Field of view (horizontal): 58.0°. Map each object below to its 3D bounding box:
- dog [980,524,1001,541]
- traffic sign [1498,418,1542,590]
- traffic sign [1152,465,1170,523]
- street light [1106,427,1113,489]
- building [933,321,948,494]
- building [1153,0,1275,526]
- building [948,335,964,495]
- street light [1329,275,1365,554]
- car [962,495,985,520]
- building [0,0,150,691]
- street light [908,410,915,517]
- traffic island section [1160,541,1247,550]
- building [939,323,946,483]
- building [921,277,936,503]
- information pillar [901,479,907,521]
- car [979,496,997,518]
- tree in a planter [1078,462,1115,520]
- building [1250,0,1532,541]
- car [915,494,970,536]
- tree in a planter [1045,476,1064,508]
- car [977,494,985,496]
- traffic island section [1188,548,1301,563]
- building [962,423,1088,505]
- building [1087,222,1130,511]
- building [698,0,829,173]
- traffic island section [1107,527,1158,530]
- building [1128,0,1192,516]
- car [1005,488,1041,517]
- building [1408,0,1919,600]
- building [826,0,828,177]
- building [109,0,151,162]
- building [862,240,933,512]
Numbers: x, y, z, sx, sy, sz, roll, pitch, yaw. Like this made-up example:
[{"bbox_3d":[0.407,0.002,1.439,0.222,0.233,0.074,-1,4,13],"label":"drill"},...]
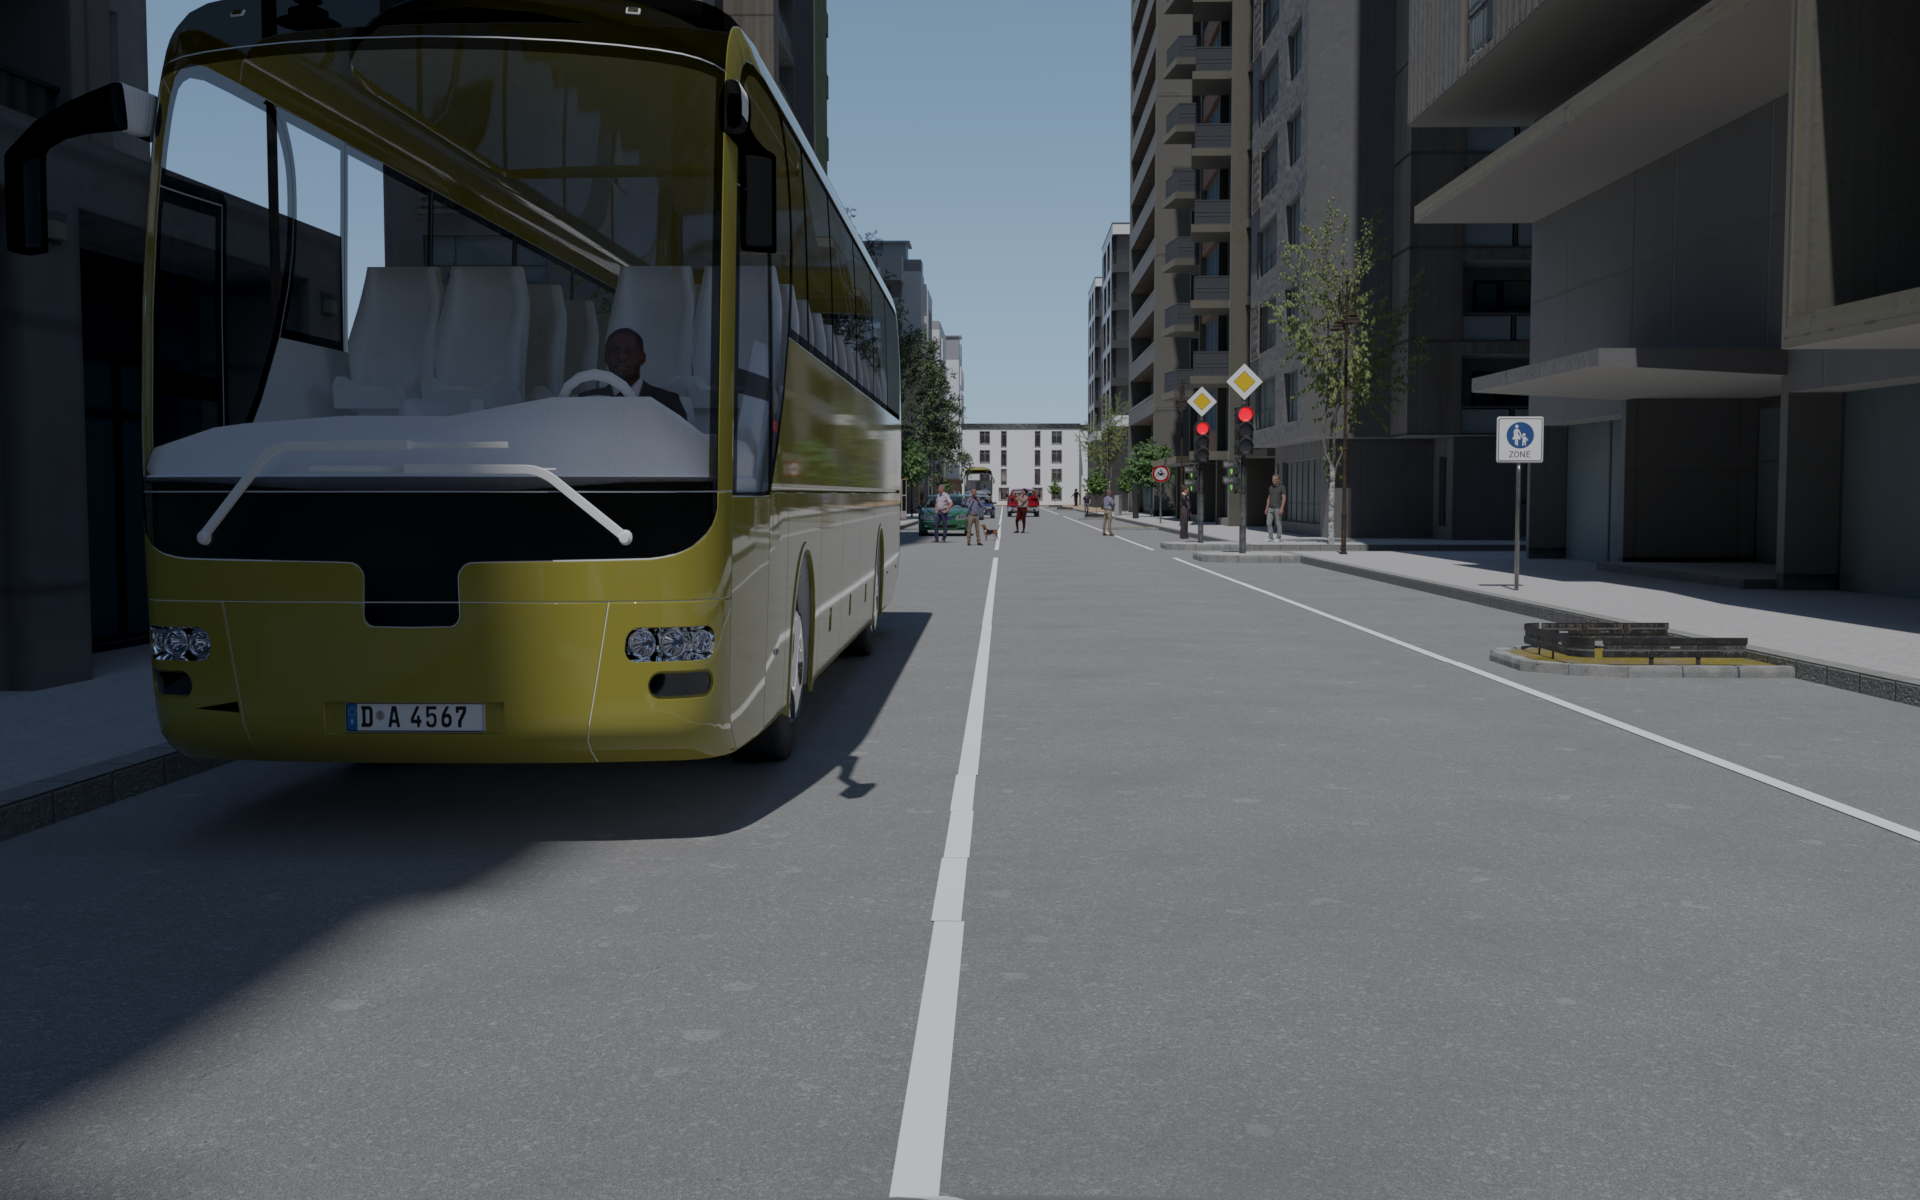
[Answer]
[{"bbox_3d":[0.941,-2.087,53.406,0.540,0.507,0.406,-1,4,-19],"label":"dog"},{"bbox_3d":[7.405,-1.275,22.983,0.606,2.300,0.079,0,4,2],"label":"traffic sign"},{"bbox_3d":[8.774,-4.623,75.691,0.768,2.556,0.104,1,4,9],"label":"traffic sign"},{"bbox_3d":[10.280,-8.997,119.880,0.468,5.910,1.993,0,4,1],"label":"street light"},{"bbox_3d":[-9.627,-19.254,171.229,16.016,20.091,11.380,0,4,1],"label":"building"},{"bbox_3d":[20.463,-25.729,75.294,22.147,44.769,28.867,0,4,1],"label":"building"},{"bbox_3d":[-5.370,-21.796,212.779,11.380,20.091,16.016,0,4,1],"label":"building"},{"bbox_3d":[8.160,-3.908,36.676,0.468,5.910,1.993,0,4,1],"label":"street light"},{"bbox_3d":[0.411,-5.160,96.366,2.014,1.417,4.499,0,4,3],"label":"car"},{"bbox_3d":[-16.191,-34.985,10.251,20.563,71.187,20.611,0,4,1],"label":"building"},{"bbox_3d":[-2.653,-7.495,95.327,0.468,5.910,1.993,0,4,1],"label":"street light"},{"bbox_3d":[6.329,-1.415,45.414,2.009,0.180,2.903,0,4,1],"label":"traffic island section"},{"bbox_3d":[-17.531,-19.650,187.741,31.486,18.905,16.747,0,4,1],"label":"building"},{"bbox_3d":[-11.114,-17.326,149.742,16.747,18.905,31.486,0,4,1],"label":"building"},{"bbox_3d":[-2.793,-4.852,83.826,0.304,2.012,0.304,-3,4,-37],"label":"information pillar"},{"bbox_3d":[1.219,-5.540,103.152,1.945,1.354,3.894,0,4,2],"label":"car"},{"bbox_3d":[7.652,-6.107,97.072,1.991,3.239,1.994,0,4,1],"label":"tree in a planter"},{"bbox_3d":[16.758,-22.540,52.131,14.086,41.232,14.154,0,4,1],"label":"building"},{"bbox_3d":[-0.503,-2.989,60.664,2.131,1.459,4.920,0,4,0],"label":"car"},{"bbox_3d":[9.638,-10.894,175.330,1.991,3.239,1.994,0,4,1],"label":"tree in a planter"},{"bbox_3d":[1.524,-8.302,147.735,2.014,1.417,4.499,0,4,3],"label":"car"},{"bbox_3d":[6.126,-0.927,37.432,2.009,0.180,2.903,0,4,1],"label":"traffic island section"},{"bbox_3d":[14.278,-16.373,209.838,28.070,9.664,9.099,0,4,1],"label":"building"},{"bbox_3d":[25.775,-18.499,146.432,27.936,21.610,32.646,0,4,1],"label":"building"},{"bbox_3d":[-12.640,-23.332,65.066,14.154,41.232,14.086,0,4,1],"label":"building"},{"bbox_3d":[6.964,-2.887,70.071,1.991,0.108,1.994,0,4,1],"label":"traffic island section"},{"bbox_3d":[22.105,-29.659,108.630,21.300,48.544,21.600,0,4,1],"label":"building"},{"bbox_3d":[4.008,-6.203,110.084,2.281,1.827,5.304,0,4,2],"label":"car"},{"bbox_3d":[22.058,-26.376,20.480,28.713,52.752,27.495,0,4,1],"label":"building"},{"bbox_3d":[-15.366,-39.833,89.530,20.563,71.187,20.611,0,4,1],"label":"building"},{"bbox_3d":[-22.229,-21.056,27.859,14.086,41.232,14.154,0,4,1],"label":"building"},{"bbox_3d":[-10.402,-16.575,127.426,16.016,20.091,11.380,0,4,1],"label":"building"}]
